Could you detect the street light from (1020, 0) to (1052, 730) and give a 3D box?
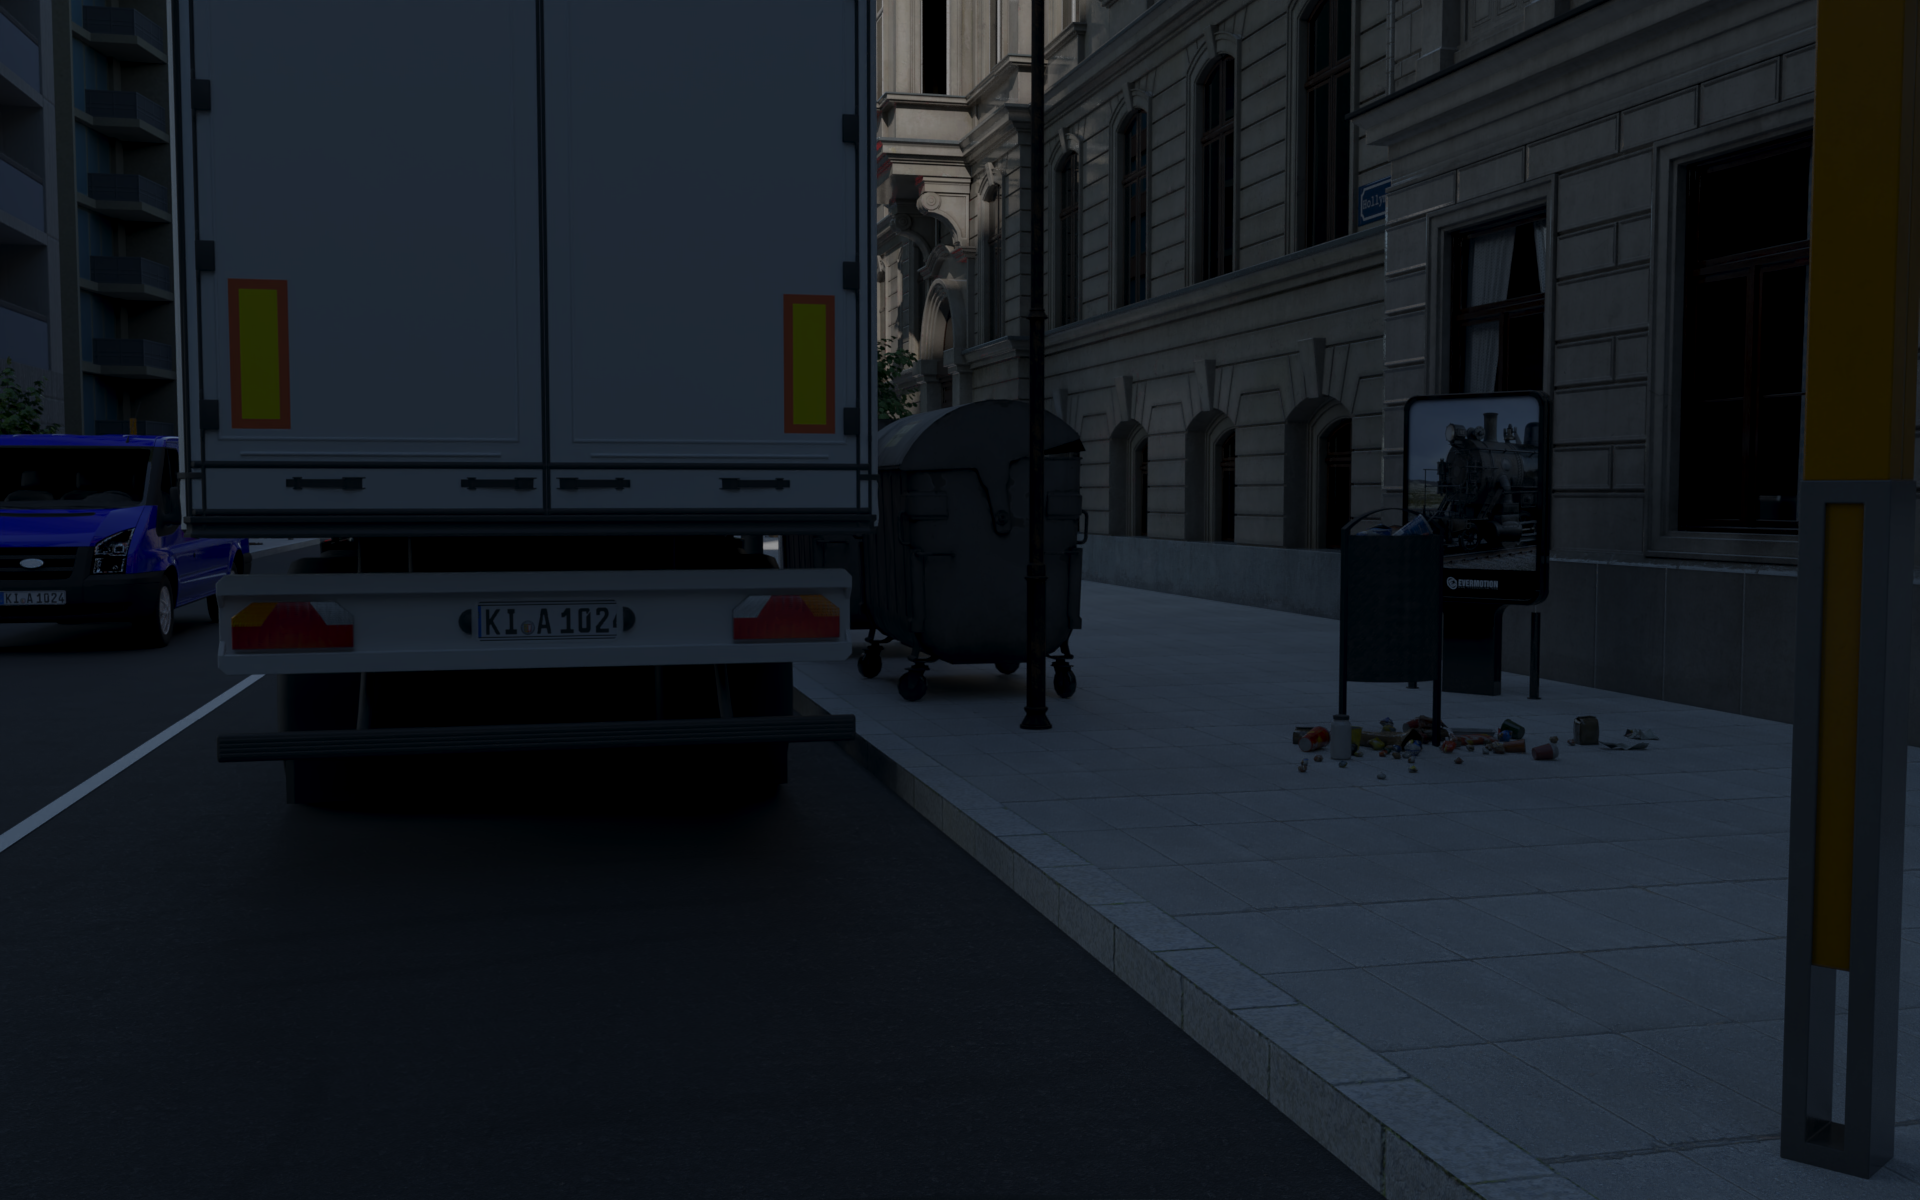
[{"bbox_3d":[0.417,-2.234,9.320,0.468,5.910,1.993,-1,4,-14],"label":"street light"}]

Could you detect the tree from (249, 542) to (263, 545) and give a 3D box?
[{"bbox_3d":[-18.015,-2.995,43.564,1.663,3.219,1.824,0,3,0],"label":"tree"}]

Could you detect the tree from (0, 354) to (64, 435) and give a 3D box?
[{"bbox_3d":[-13.089,-1.806,24.134,1.663,3.219,1.824,0,3,0],"label":"tree"}]

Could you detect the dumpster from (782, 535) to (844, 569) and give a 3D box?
[{"bbox_3d":[-0.782,-0.515,14.179,1.264,1.857,1.865,-1,4,-14],"label":"dumpster"}]

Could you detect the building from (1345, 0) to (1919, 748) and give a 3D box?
[{"bbox_3d":[10.121,-8.674,6.451,10.561,19.102,19.286,-1,4,-14],"label":"building"}]

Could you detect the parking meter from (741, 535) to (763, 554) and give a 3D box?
[{"bbox_3d":[-3.427,-1.231,28.532,0.372,1.533,0.369,0,3,0],"label":"parking meter"}]

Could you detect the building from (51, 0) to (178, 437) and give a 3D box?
[{"bbox_3d":[-40.670,-25.420,70.249,22.147,44.769,28.867,-1,4,-14],"label":"building"}]

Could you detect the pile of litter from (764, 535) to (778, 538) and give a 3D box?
[{"bbox_3d":[-4.899,-2.287,51.357,1.719,0.858,1.176,1,4,9],"label":"pile of litter"}]

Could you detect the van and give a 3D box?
[{"bbox_3d":[-8.733,-0.816,17.719,2.240,2.365,5.245,-1,4,-13],"label":"van"}]

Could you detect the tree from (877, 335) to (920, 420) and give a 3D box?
[{"bbox_3d":[-2.328,-2.546,25.341,4.285,4.588,4.351,0,3,0],"label":"tree"}]

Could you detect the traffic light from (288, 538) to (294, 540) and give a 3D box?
[{"bbox_3d":[-18.724,-3.637,48.385,0.839,4.253,0.868,-1,4,-14],"label":"traffic light"}]

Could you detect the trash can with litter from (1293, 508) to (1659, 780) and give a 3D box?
[{"bbox_3d":[2.575,0.145,8.680,2.233,1.210,1.678,-1,4,-9],"label":"trash can with litter"}]

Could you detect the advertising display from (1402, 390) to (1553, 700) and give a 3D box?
[{"bbox_3d":[3.290,-0.359,11.089,0.974,1.923,0.123,3,5,44],"label":"advertising display"}]

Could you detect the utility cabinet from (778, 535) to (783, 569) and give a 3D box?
[{"bbox_3d":[-1.353,-0.410,17.861,1.020,1.237,0.306,-1,4,-10],"label":"utility cabinet"}]

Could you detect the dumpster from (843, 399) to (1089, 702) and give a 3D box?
[{"bbox_3d":[0.037,-0.348,11.447,1.264,1.857,1.865,-1,4,-14],"label":"dumpster"}]

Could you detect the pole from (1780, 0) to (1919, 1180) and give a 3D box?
[{"bbox_3d":[1.695,-0.575,3.246,0.158,3.312,0.155,0,3,0],"label":"pole"}]

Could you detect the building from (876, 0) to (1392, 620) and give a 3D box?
[{"bbox_3d":[5.184,-13.084,33.000,14.460,24.649,34.723,-1,4,-14],"label":"building"}]

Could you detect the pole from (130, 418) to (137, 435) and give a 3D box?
[{"bbox_3d":[-22.281,-3.236,46.757,0.158,3.312,0.155,0,3,0],"label":"pole"}]

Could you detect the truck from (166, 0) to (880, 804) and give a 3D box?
[{"bbox_3d":[-2.832,-1.382,11.517,2.839,4.237,11.283,-1,4,-14],"label":"truck"}]

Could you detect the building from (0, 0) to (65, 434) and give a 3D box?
[{"bbox_3d":[-32.887,-29.853,30.093,28.212,58.520,21.231,-1,4,-14],"label":"building"}]
